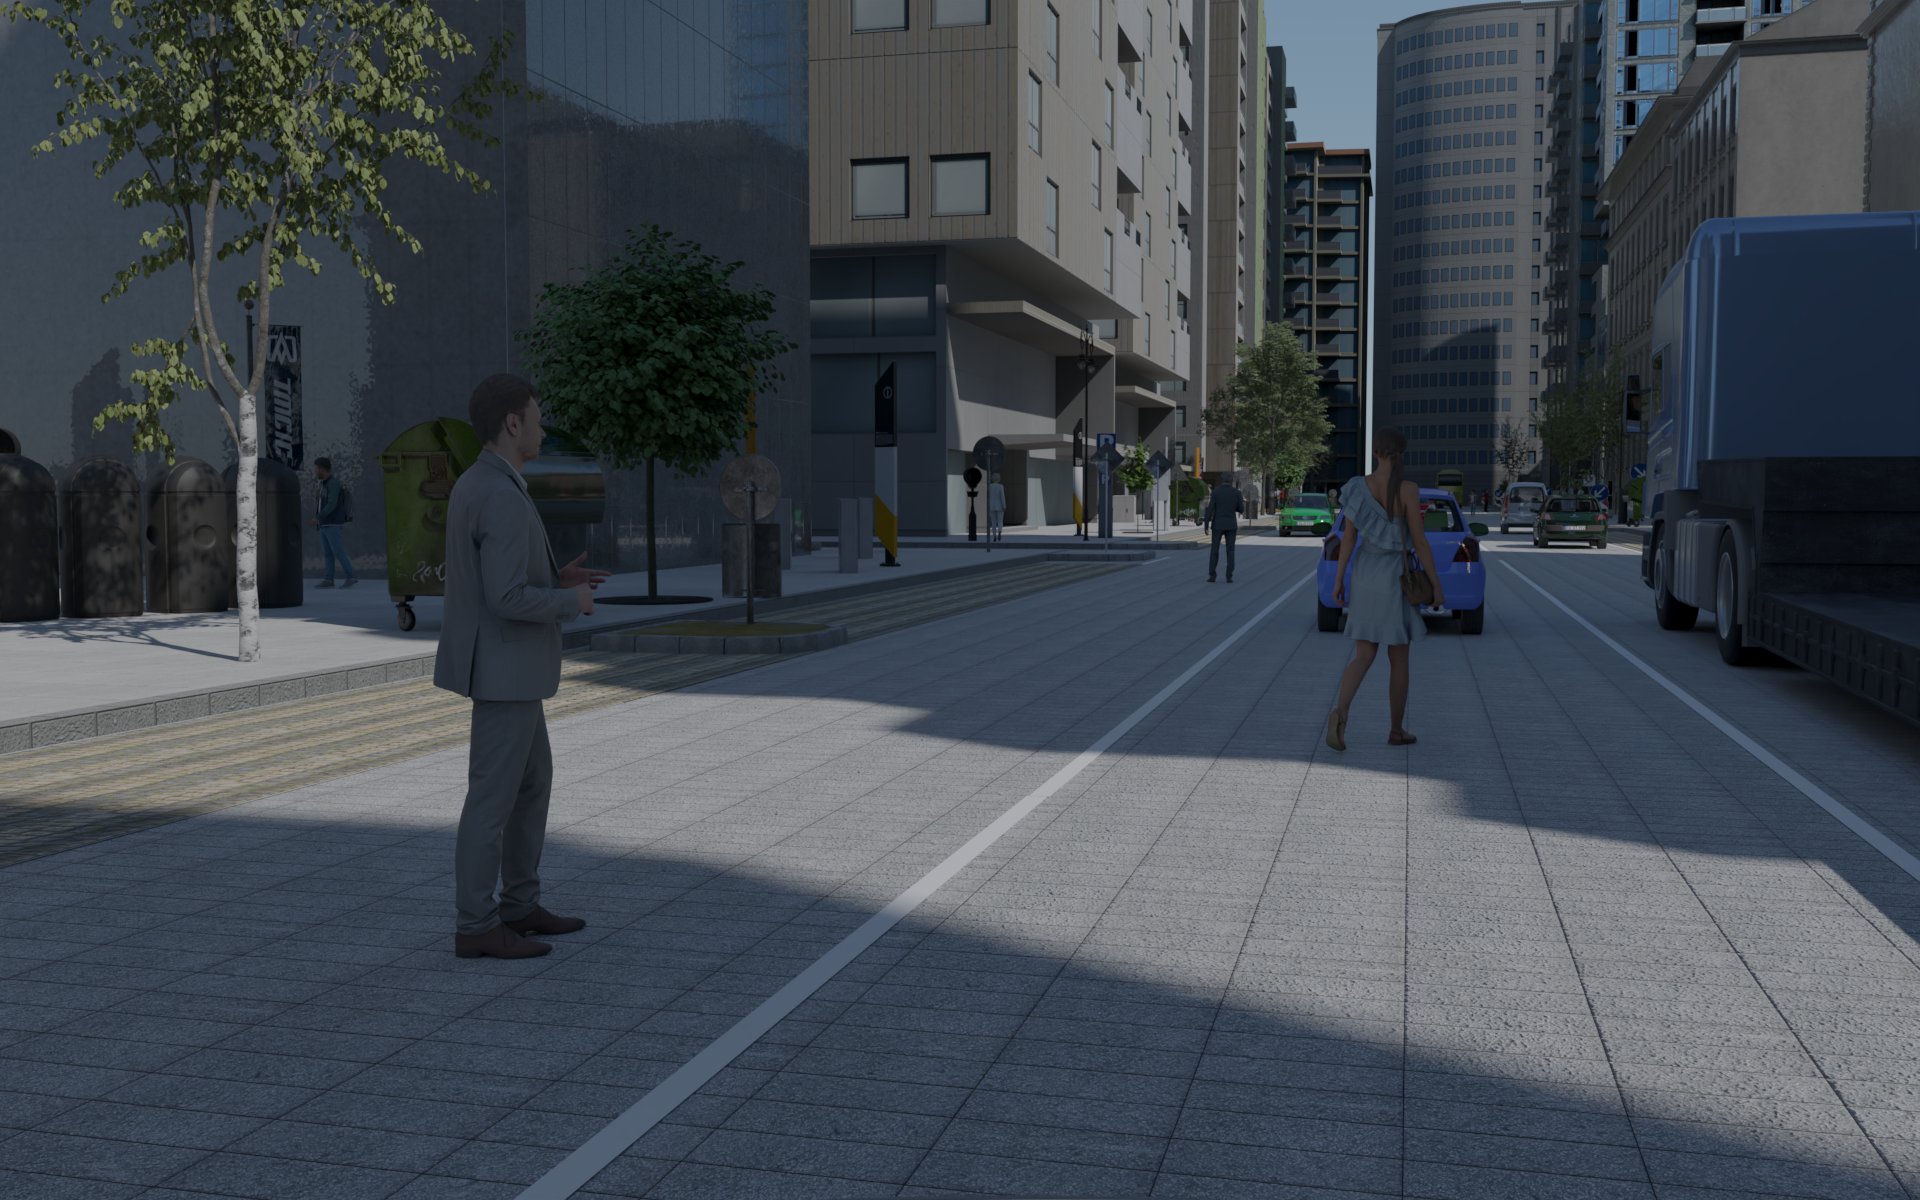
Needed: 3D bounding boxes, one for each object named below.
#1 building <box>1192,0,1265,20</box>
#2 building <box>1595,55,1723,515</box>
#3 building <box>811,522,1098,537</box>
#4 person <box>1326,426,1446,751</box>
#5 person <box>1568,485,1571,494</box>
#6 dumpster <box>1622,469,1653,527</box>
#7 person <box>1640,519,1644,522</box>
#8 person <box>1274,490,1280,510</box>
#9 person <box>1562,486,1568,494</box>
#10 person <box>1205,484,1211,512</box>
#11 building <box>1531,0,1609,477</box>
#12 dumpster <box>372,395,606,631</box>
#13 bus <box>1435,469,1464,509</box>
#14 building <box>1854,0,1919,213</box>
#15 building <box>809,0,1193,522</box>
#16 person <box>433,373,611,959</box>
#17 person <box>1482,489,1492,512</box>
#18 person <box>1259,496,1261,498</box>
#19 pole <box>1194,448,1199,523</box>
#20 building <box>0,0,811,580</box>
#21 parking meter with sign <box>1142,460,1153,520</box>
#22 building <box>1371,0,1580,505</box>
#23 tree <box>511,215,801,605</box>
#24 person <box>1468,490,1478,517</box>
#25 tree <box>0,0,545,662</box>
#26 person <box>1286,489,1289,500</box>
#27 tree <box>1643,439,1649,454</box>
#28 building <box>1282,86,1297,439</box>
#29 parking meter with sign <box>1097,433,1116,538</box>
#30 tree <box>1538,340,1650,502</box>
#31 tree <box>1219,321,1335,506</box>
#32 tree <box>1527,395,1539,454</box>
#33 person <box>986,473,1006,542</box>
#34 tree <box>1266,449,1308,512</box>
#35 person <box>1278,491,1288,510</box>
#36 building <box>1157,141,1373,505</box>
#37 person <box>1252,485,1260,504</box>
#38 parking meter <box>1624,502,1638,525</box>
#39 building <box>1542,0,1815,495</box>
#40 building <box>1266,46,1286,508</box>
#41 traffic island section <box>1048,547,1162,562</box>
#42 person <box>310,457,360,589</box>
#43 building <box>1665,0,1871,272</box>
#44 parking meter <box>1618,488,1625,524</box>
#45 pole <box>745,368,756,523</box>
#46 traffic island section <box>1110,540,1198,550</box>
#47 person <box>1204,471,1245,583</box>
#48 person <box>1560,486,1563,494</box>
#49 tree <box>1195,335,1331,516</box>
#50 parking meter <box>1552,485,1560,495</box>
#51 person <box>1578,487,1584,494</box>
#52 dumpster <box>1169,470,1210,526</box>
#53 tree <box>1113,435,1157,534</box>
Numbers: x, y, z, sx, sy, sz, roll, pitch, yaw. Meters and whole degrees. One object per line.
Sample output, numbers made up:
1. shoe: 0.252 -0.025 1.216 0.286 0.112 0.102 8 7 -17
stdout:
1. building: 17.207 -28.022 141.747 14.154 41.232 14.086 1 4 15
2. building: 45.680 -16.167 97.613 16.112 22.955 30.059 1 4 15
3. building: -8.051 -29.081 64.716 28.713 52.752 27.495 1 4 15
4. person: 2.386 -0.067 9.691 0.616 1.811 0.778 3 5 44
5. person: 35.944 -5.882 102.070 0.748 1.841 0.638 2 4 30
6. dumpster: 26.678 -3.968 67.371 1.502 2.255 1.985 1 4 15
7. person: 30.678 -4.426 78.398 0.794 1.824 0.713 3 4 37
8. person: 25.385 -8.134 138.907 0.709 1.838 0.599 1 4 16
9. person: 36.627 -6.002 104.743 0.524 1.755 0.480 3 5 40
10. person: 12.714 -5.063 89.159 0.374 1.781 0.599 -2 4 -34
11. building: 68.253 -33.436 166.287 23.786 49.044 30.456 1 4 15
12. dumpster: -4.543 -0.874 16.786 1.502 2.255 1.985 1 4 15
13. bus: 48.955 -11.106 173.130 2.896 3.916 12.252 1 4 16
14. building: 35.033 -13.229 45.176 19.941 23.489 11.050 1 4 15
15. building: -0.736 -31.520 104.599 28.713 52.752 27.495 1 4 15
16. person: -1.336 0.201 5.418 0.583 1.804 0.606 -2 4 -29
17. person: 41.262 -7.785 135.728 1.348 1.831 0.705 -3 5 -42
18. person: 23.110 -7.675 134.792 1.065 1.426 0.557 1 4 20
19. pole: 10.381 -5.022 75.946 0.158 3.312 0.155 0 3 0
20. building: -14.270 -13.123 32.580 19.932 24.808 12.078 1 4 15
21. parking meter with sign: 9.491 -5.497 86.137 0.543 3.016 1.738 -1 4 -23
22. building: 63.974 -40.668 206.917 28.212 58.520 21.231 1 4 15
23. tree: -3.597 -2.256 20.605 4.285 4.588 4.351 0 3 0
24. person: 32.566 -6.150 109.892 0.563 1.720 0.643 3 4 37
25. tree: -5.414 -3.847 13.263 4.737 8.622 4.395 0 3 0
26. person: 28.464 -8.801 150.039 0.705 1.812 1.348 -1 4 -9
27. tree: 24.994 -4.586 58.699 4.285 4.588 4.351 0 3 0
28. building: 19.536 -34.429 182.517 30.456 49.044 23.786 1 4 15
29. parking meter with sign: 4.283 -3.329 50.695 0.543 3.016 1.738 0 4 5
30. tree: 31.031 -8.139 83.428 4.737 8.622 4.395 0 3 0
31. tree: 20.569 -11.934 113.248 7.486 12.596 7.792 0 3 0
32. tree: 34.657 -9.064 98.552 4.737 8.622 4.395 0 3 0
33. person: 0.964 -2.468 46.267 0.514 1.842 0.818 0 4 1
34. tree: 23.203 -8.569 123.815 4.285 4.588 4.351 0 3 0
35. person: 25.301 -7.942 135.857 0.705 1.831 1.348 3 5 42
36. building: 36.278 -34.327 215.862 28.867 44.769 22.147 1 4 15
37. person: 17.922 -6.072 105.344 0.654 1.822 0.581 -3 4 -37
38. parking meter: 28.245 -3.925 72.582 0.372 1.533 0.369 0 3 0
39. building: 59.269 -50.336 135.665 22.319 86.520 31.000 1 4 15
40. building: 21.408 -28.843 155.184 14.154 41.232 14.086 1 4 15
41. traffic island section: 3.188 -0.974 38.209 2.009 0.180 2.903 1 4 15
42. person: -8.548 -1.047 23.512 0.721 1.781 0.623 -3 5 -40
43. building: 36.472 -13.756 74.063 9.793 20.994 18.267 1 4 15
44. parking meter: 28.500 -4.038 74.429 0.372 1.533 0.369 0 3 0
45. pole: -3.303 -2.051 27.379 0.158 3.312 0.155 0 3 0
46. traffic island section: 5.198 -1.447 45.937 2.009 0.180 2.903 1 4 15
47. person: 4.274 -1.190 28.136 0.661 1.801 0.590 0 4 -5
48. person: 38.195 -6.315 109.461 0.590 1.801 0.661 0 4 -7
49. tree: 17.916 -10.298 102.785 8.767 10.594 7.601 1 4 20
50. parking meter: 36.832 -6.196 107.022 0.399 1.863 0.255 1 4 9
51. person: 40.512 -6.526 112.972 0.478 1.798 0.641 -1 4 -12
52. dumpster: 9.140 -4.091 69.377 1.502 2.255 1.985 1 4 15
53. tree: 5.874 -3.786 56.498 1.663 3.219 1.824 0 3 0
